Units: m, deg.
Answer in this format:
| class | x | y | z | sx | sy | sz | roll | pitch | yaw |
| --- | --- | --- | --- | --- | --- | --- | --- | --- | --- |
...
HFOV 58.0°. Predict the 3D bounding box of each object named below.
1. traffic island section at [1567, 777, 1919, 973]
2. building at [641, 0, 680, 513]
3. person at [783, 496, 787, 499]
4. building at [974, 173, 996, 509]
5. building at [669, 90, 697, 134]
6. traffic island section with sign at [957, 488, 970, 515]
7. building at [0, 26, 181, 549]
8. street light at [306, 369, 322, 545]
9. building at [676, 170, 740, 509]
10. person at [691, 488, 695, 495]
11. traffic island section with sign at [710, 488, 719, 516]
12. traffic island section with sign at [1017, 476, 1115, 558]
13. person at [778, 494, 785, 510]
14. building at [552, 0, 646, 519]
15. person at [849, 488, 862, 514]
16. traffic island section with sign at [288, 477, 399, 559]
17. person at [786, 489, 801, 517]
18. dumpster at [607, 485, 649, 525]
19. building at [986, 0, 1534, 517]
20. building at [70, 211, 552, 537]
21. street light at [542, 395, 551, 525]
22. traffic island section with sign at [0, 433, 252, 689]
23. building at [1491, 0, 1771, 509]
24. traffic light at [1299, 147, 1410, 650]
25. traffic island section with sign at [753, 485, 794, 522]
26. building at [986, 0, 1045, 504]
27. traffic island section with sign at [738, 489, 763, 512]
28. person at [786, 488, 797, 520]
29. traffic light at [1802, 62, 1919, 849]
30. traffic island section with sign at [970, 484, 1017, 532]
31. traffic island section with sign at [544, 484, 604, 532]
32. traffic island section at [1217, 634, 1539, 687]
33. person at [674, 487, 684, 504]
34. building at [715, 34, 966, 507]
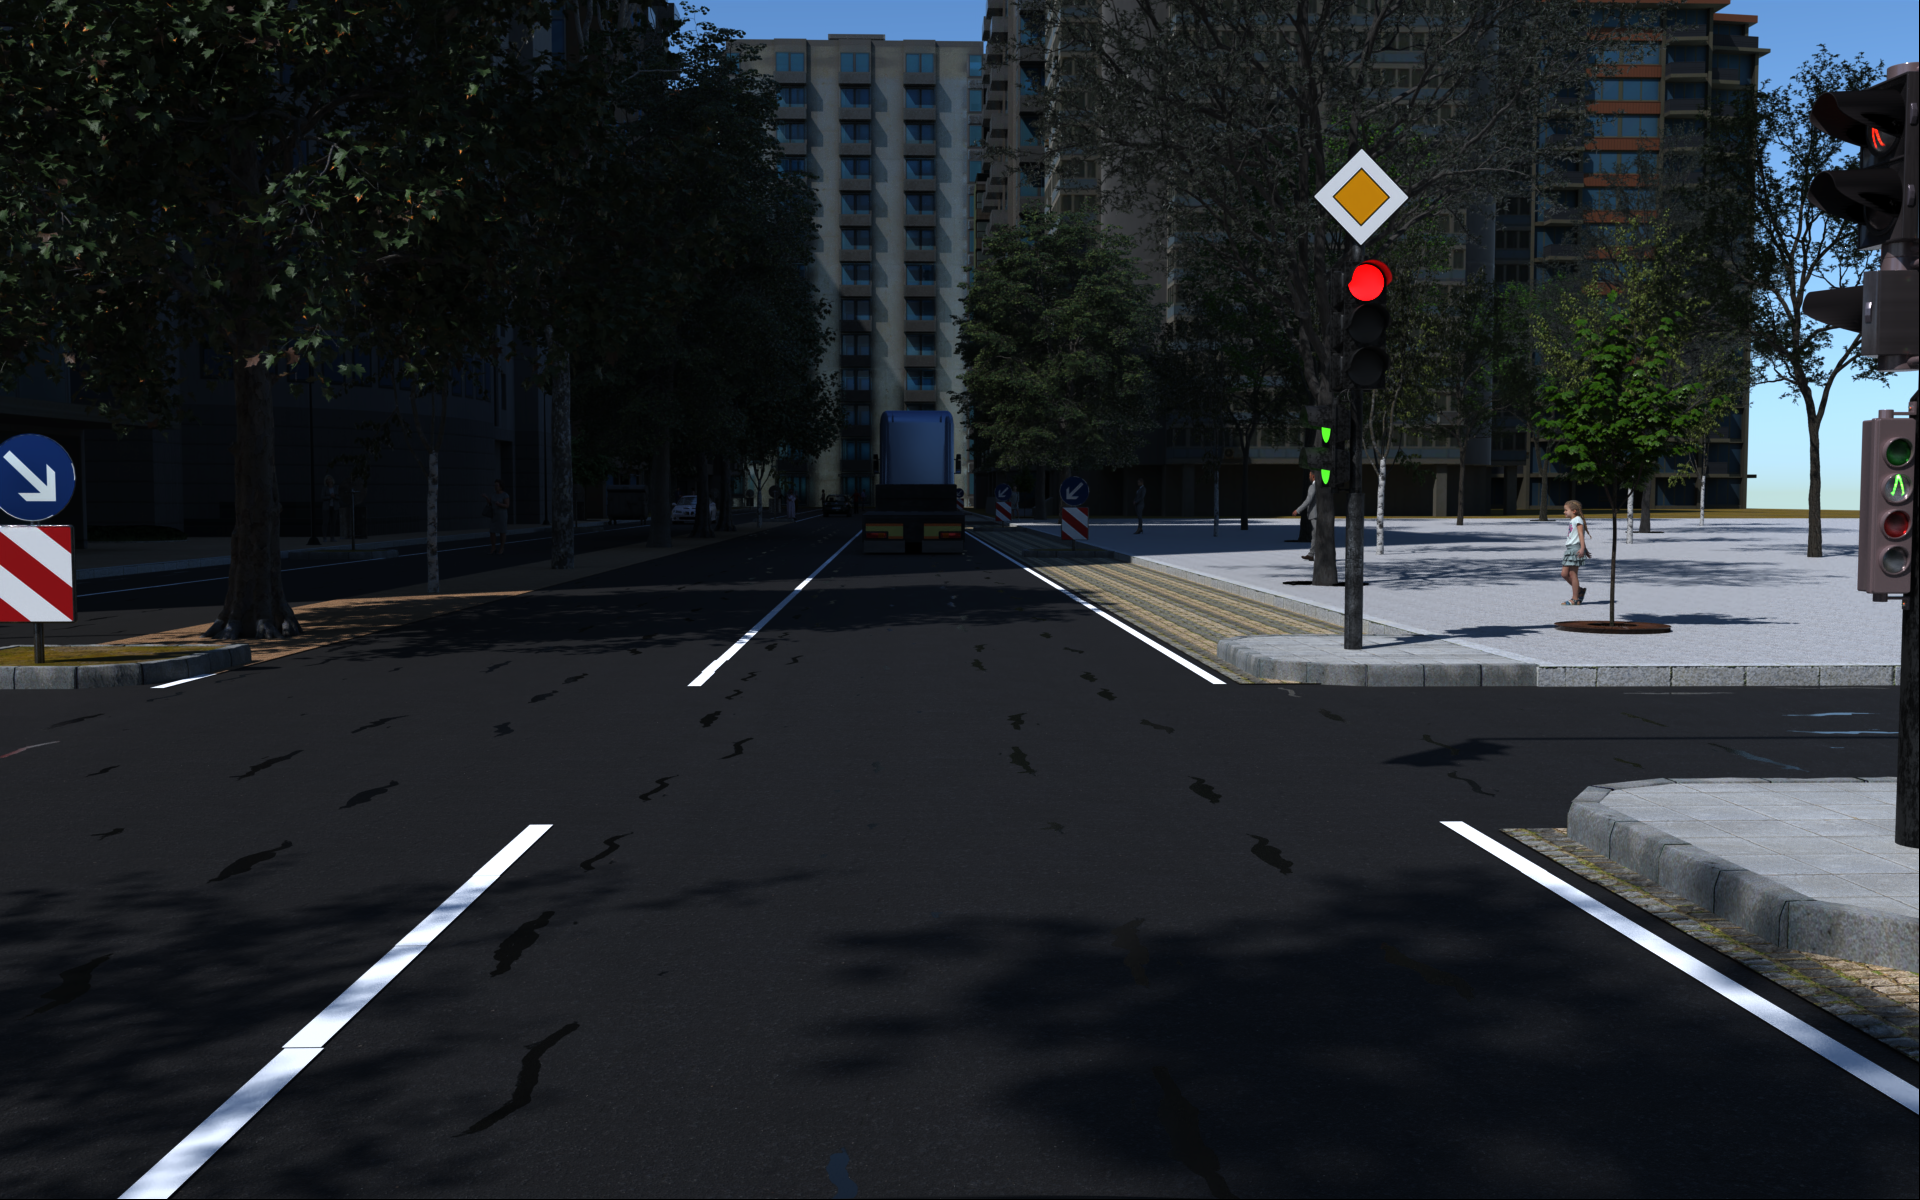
| class | x | y | z | sx | sy | sz | roll | pitch | yaw |
| --- | --- | --- | --- | --- | --- | --- | --- | --- | --- |
| traffic island section | 3.546 | 0.974 | 6.358 | 2.009 | 0.180 | 2.903 | 0 | 4 | -2 |
| building | -31.165 | -30.485 | 118.033 | 23.786 | 49.044 | 30.456 | 0 | 4 | -2 |
| person | -15.735 | -9.187 | 159.228 | 1.217 | 1.766 | 0.721 | -3 | 4 | -36 |
| building | 8.190 | -23.665 | 158.630 | 14.160 | 30.474 | 14.107 | 0 | 4 | -2 |
| building | -40.519 | -32.286 | 182.505 | 28.867 | 44.769 | 22.147 | 0 | 4 | -2 |
| traffic island section with sign | -0.185 | -6.618 | 116.833 | 1.989 | 1.847 | 2.006 | 0 | 4 | -2 |
| building | -31.104 | -26.652 | 25.002 | 28.713 | 52.752 | 27.495 | 0 | 4 | -2 |
| street light | -15.715 | -4.334 | 43.404 | 1.470 | 5.913 | 1.316 | 0 | 4 | -2 |
| building | -27.375 | -23.603 | 157.606 | 14.107 | 30.474 | 14.160 | 0 | 4 | -2 |
| person | -18.718 | -6.980 | 120.872 | 0.721 | 1.736 | 1.217 | -1 | 4 | -11 |
| traffic island section with sign | -16.357 | -6.541 | 115.577 | 1.989 | 1.847 | 2.006 | 0 | 4 | -2 |
| traffic island section with sign | 2.432 | -1.892 | 39.567 | 1.989 | 1.847 | 2.006 | 0 | 4 | -2 |
| person | -16.075 | -8.973 | 154.834 | 1.348 | 1.869 | 0.705 | 3 | 5 | 41 |
| building | -25.293 | -27.210 | 94.986 | 14.600 | 45.320 | 14.200 | 0 | 4 | -2 |
| person | -7.443 | -7.045 | 123.625 | 1.348 | 1.831 | 0.705 | 3 | 4 | 39 |
| traffic island section with sign | -13.773 | -1.854 | 38.934 | 1.989 | 1.847 | 2.006 | 0 | 4 | -2 |
| person | -10.597 | -6.167 | 110.058 | 0.721 | 1.735 | 1.217 | 3 | 5 | 41 |
| dumpster | -15.433 | -4.418 | 80.453 | 1.865 | 1.857 | 1.264 | 0 | 4 | -1 |
| building | 18.044 | -25.466 | 108.253 | 32.217 | 40.220 | 23.993 | 0 | 4 | -2 |
| building | -28.065 | -31.790 | 61.767 | 21.231 | 58.520 | 28.212 | 0 | 4 | -2 |
| street light | -16.711 | -6.086 | 72.054 | 1.470 | 5.913 | 1.316 | 0 | 4 | -2 |
| traffic island section with sign | -6.990 | -0.337 | 13.654 | 2.006 | 1.907 | 1.989 | 0 | 4 | -2 |
| building | 55.761 | -30.591 | 154.793 | 28.867 | 44.769 | 22.147 | 0 | 4 | -2 |
| traffic light | 3.236 | -1.548 | 14.224 | 0.839 | 4.253 | 0.868 | 0 | 4 | -2 |
| traffic island section with sign | -9.532 | -4.931 | 88.750 | 2.006 | 1.907 | 1.989 | 0 | 4 | -2 |
| building | 13.157 | -31.534 | 135.186 | 23.786 | 49.044 | 30.456 | 0 | 4 | -2 |
| traffic island section with sign | -17.290 | -8.218 | 142.993 | 1.989 | 1.847 | 2.006 | 0 | 4 | -2 |
| person | -9.397 | -5.325 | 96.238 | 0.621 | 1.740 | 0.551 | 3 | 5 | 42 |
| traffic light | 1.418 | -1.918 | 6.031 | 4.771 | 5.953 | 1.251 | 0 | 4 | -2 |
| traffic island section with sign | 1.517 | -3.547 | 66.626 | 1.989 | 1.847 | 2.006 | 0 | 4 | -2 |
| traffic island section with sign | -14.687 | -3.516 | 66.122 | 1.989 | 1.847 | 2.006 | 0 | 4 | -2 |
| traffic island section | 3.277 | 0.486 | 14.339 | 2.009 | 0.180 | 2.903 | 0 | 4 | -2 |
| person | -18.637 | -6.655 | 115.293 | 0.683 | 1.767 | 0.568 | -3 | 4 | -38 |
| building | -10.874 | -34.481 | 183.371 | 30.456 | 49.044 | 23.786 | 0 | 4 | -2 |
